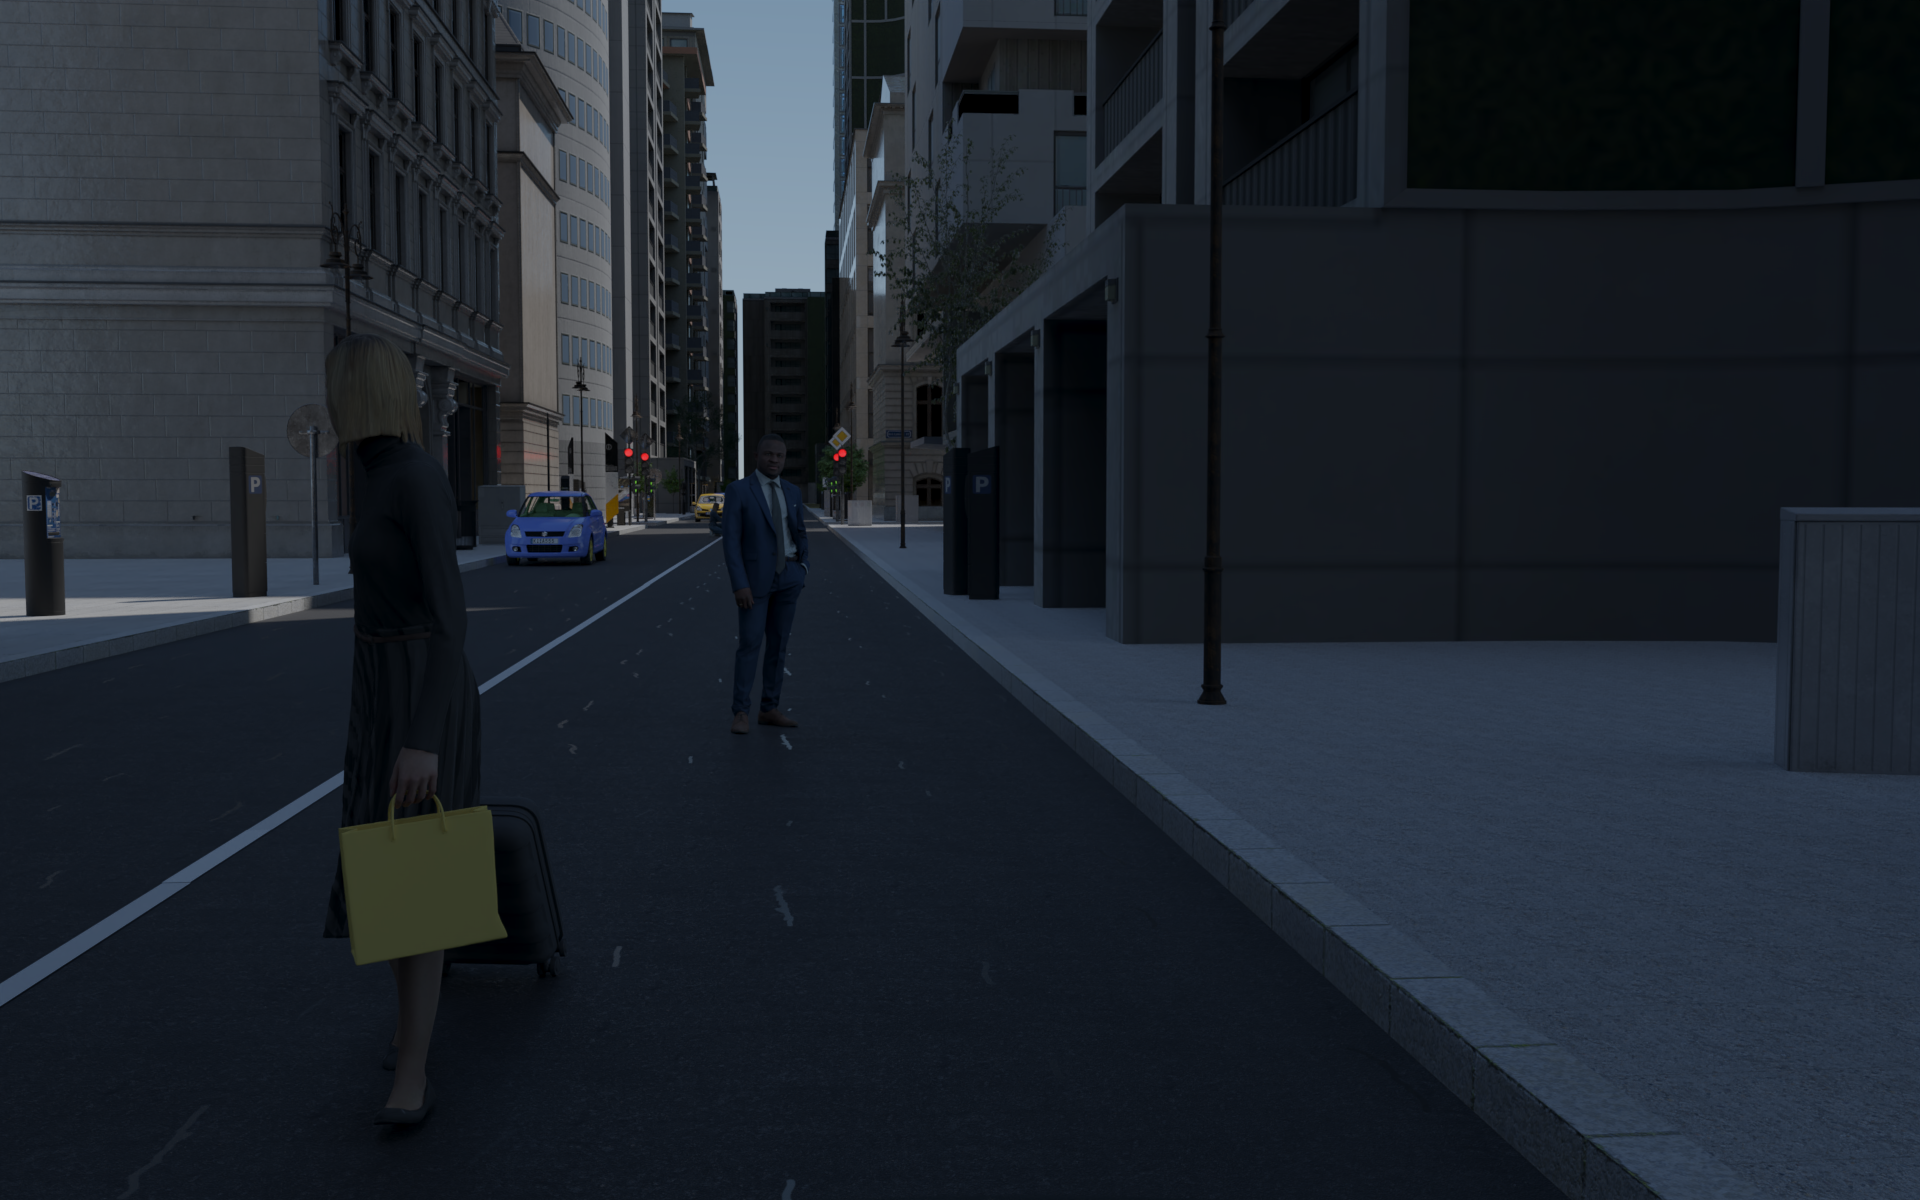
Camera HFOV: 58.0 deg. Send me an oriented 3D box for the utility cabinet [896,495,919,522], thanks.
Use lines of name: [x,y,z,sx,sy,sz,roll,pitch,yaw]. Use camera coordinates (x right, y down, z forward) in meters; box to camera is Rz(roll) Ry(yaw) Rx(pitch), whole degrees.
utility cabinet: [-2.440,-4.202,79.859,1.020,1.237,0.306,-1,4,-20]

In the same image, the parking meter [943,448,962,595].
parking meter: [-0.041,-1.000,22.063,0.255,1.863,0.399,-1,4,-21]

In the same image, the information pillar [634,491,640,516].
information pillar: [-18.555,-5.802,99.361,0.304,2.012,0.304,0,4,-4]

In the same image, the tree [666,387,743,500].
tree: [-22.273,-13.136,149.178,8.767,10.594,7.601,2,4,27]

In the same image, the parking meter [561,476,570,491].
parking meter: [-12.438,-2.990,54.605,0.255,1.863,0.399,-1,4,-9]

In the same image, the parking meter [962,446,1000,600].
parking meter: [0.273,-0.940,21.078,0.399,1.863,0.255,1,4,10]

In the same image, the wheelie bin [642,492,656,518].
wheelie bin: [-16.988,-5.307,94.683,0.693,1.594,0.980,-2,4,-24]

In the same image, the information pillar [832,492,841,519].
information pillar: [-6.267,-5.101,87.888,0.304,2.012,0.304,2,4,30]

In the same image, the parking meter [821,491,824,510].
parking meter: [-11.123,-8.278,141.061,0.255,1.863,0.399,-3,4,-36]

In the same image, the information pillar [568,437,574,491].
information pillar: [-16.065,-4.905,71.549,0.183,3.616,0.504,-2,4,-32]

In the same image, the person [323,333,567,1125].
person: [-1.306,0.261,4.451,0.699,1.804,1.509,0,4,5]

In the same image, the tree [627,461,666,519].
tree: [-16.225,-5.753,88.657,1.663,3.219,1.824,0,3,0]

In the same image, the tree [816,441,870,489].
tree: [-6.781,-7.182,101.140,4.285,4.588,4.351,0,3,0]

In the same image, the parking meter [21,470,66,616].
parking meter: [-9.677,-0.604,18.290,0.372,1.533,0.369,0,3,0]

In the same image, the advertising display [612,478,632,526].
advertising display: [-13.803,-3.994,70.523,0.974,1.923,0.123,2,4,26]

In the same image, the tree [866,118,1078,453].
tree: [0.151,-5.179,35.047,4.360,8.622,3.978,0,3,0]

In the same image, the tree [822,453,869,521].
tree: [-5.372,-5.363,82.279,1.663,3.219,1.824,0,3,0]

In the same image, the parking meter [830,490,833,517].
parking meter: [-7.036,-5.365,96.136,0.372,1.533,0.369,0,3,0]

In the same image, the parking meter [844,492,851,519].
parking meter: [-5.783,-5.097,89.050,0.399,1.863,0.255,2,4,33]

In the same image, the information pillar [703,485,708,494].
information pillar: [-19.987,-8.038,135.907,0.304,2.012,0.304,1,4,21]

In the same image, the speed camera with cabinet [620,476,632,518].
speed camera with cabinet: [-17.601,-5.900,90.798,0.660,3.252,2.038,-1,4,-18]

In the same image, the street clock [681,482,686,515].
street clock: [-17.160,-6.301,107.588,0.358,2.002,0.471,-1,4,-19]

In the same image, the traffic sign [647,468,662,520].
traffic sign: [-15.127,-5.238,85.746,0.768,2.556,0.104,0,4,3]

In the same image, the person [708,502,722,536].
person: [-8.166,-2.734,58.706,0.738,1.151,1.012,0,4,-7]

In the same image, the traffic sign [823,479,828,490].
traffic sign: [-8.039,-6.306,105.229,0.606,2.300,0.079,0,4,-3]

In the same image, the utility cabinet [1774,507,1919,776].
utility cabinet: [4.354,0.194,7.994,1.020,1.237,0.306,1,4,12]

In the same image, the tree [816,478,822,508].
tree: [-8.491,-7.341,114.625,1.663,3.219,1.824,0,3,0]

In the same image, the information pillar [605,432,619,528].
information pillar: [-13.168,-4.530,65.414,0.504,3.616,0.183,-1,4,-14]

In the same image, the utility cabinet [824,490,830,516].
utility cabinet: [-7.346,-5.476,98.203,0.318,1.500,1.173,-2,4,-25]

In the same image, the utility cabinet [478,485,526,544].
utility cabinet: [-11.535,-2.136,43.608,1.173,1.500,0.318,1,4,15]

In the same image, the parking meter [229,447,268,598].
parking meter: [-8.860,-0.970,21.579,0.255,1.863,0.399,1,4,20]

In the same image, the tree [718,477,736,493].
tree: [-26.419,-12.237,194.682,1.663,3.219,1.824,0,3,0]

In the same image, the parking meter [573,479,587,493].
parking meter: [-15.063,-3.862,68.849,0.399,1.863,0.255,0,4,2]

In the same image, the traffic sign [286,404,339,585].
traffic sign: [-9.100,-1.486,24.399,0.768,2.556,0.104,0,4,0]

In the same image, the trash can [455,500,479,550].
trash can: [-11.428,-1.721,39.793,0.748,1.137,0.748,0,3,0]

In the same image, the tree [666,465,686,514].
tree: [-18.764,-7.289,113.773,1.663,3.219,1.824,0,3,0]

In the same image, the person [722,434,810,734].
person: [-1.209,-0.120,10.650,0.419,1.800,0.721,3,5,44]
